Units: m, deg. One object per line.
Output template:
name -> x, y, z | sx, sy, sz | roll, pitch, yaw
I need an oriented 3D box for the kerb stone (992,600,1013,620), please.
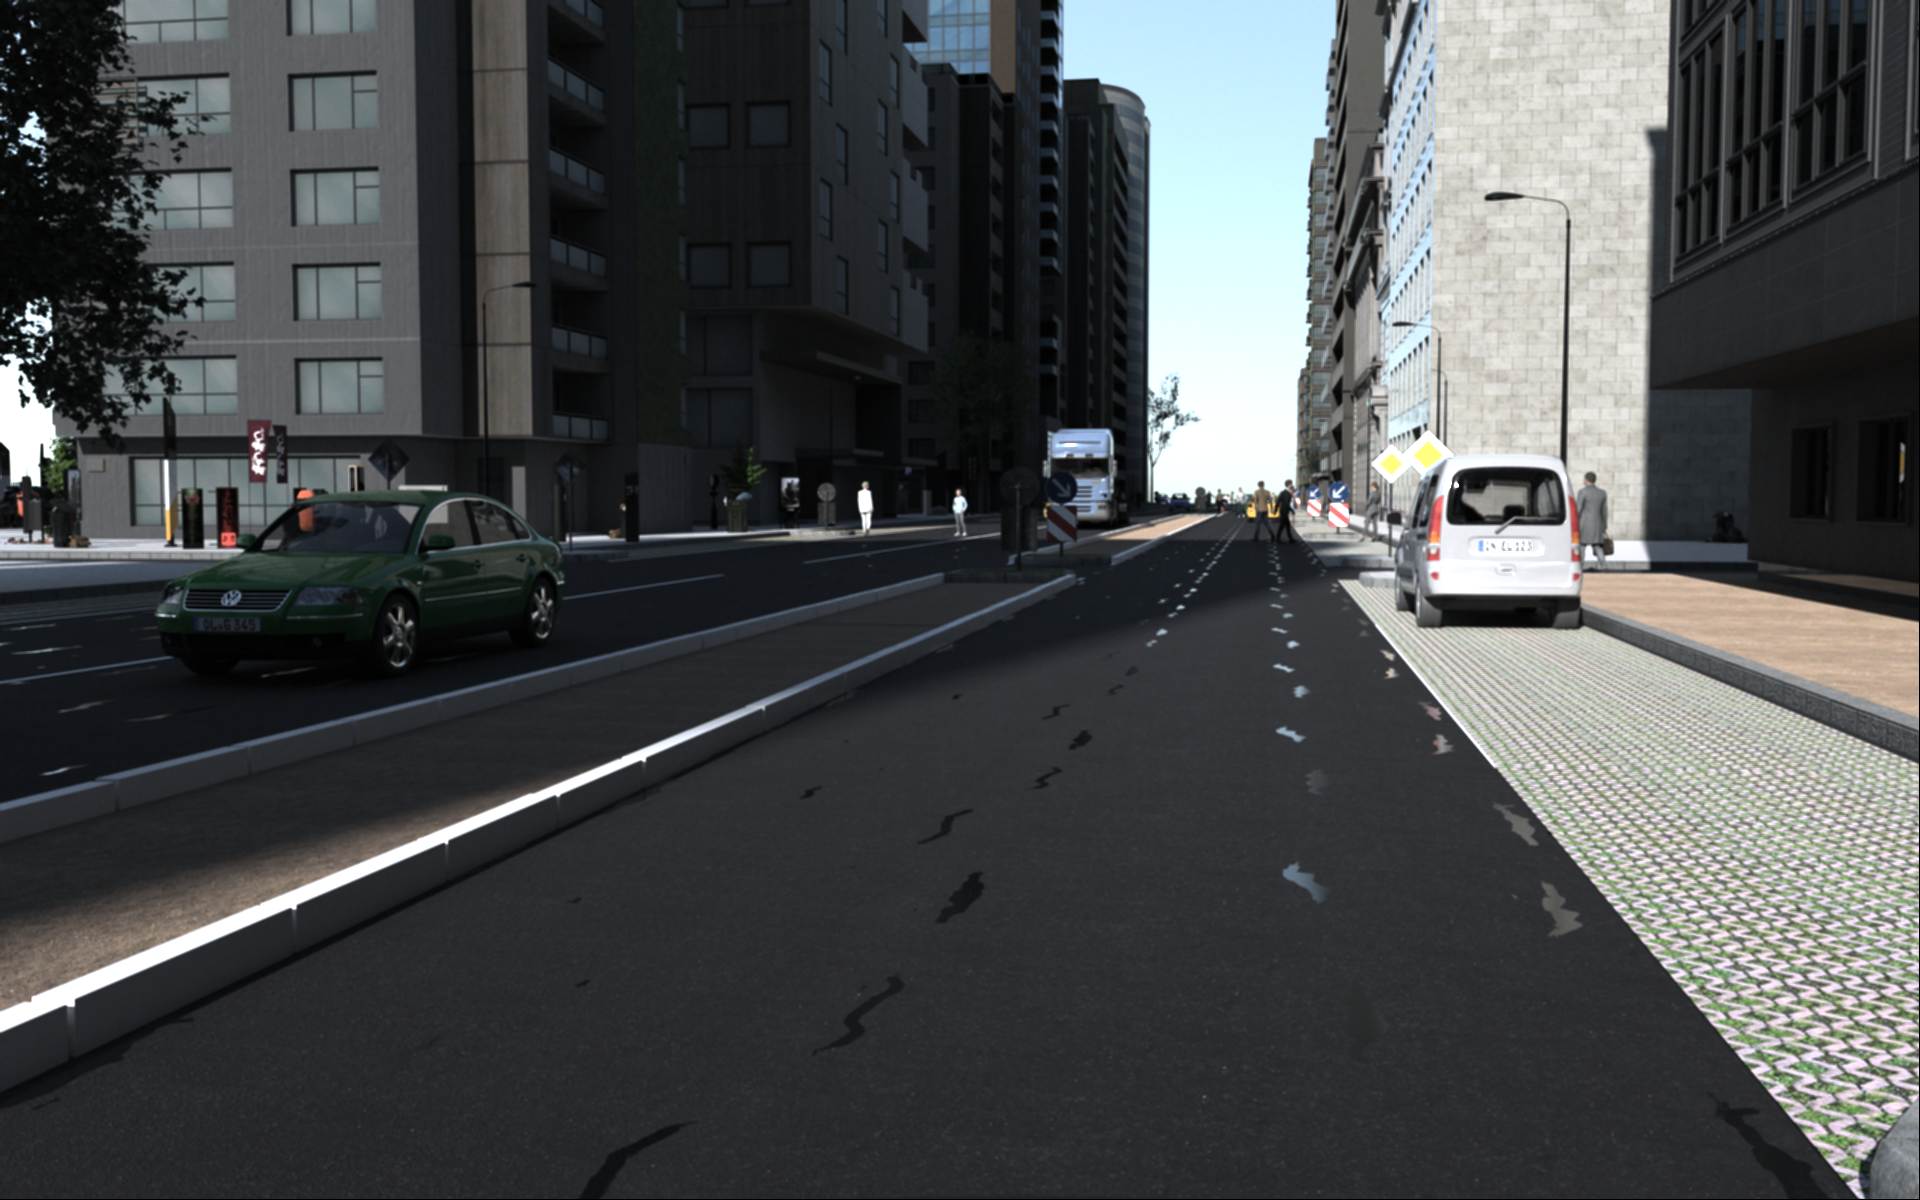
kerb stone -> 0.456, 0.130, 20.069 | 0.120, 0.150, 1.000 | 1, 4, 10

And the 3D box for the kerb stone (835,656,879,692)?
kerb stone -> -0.794, 0.563, 12.992 | 0.120, 0.150, 1.000 | 1, 4, 10

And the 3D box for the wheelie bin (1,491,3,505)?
wheelie bin -> -38.736, -3.851, 70.876 | 0.980, 1.594, 0.693 | 1, 4, 21

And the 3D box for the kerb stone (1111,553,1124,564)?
kerb stone -> 3.228, -0.828, 35.799 | 0.120, 0.150, 1.000 | 1, 4, 10

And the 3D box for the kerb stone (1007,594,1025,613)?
kerb stone -> 0.633, 0.068, 21.090 | 0.120, 0.150, 1.000 | 1, 4, 10

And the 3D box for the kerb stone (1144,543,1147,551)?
kerb stone -> 4.477, -1.265, 42.875 | 0.120, 0.150, 1.000 | 1, 4, 10

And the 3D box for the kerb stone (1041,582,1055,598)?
kerb stone -> 1.165, -0.118, 24.126 | 0.120, 0.150, 1.000 | 1, 4, 10

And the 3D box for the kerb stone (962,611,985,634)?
kerb stone -> 0.094, 0.254, 18.047 | 0.120, 0.150, 1.000 | 1, 4, 10

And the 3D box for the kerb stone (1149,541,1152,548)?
kerb stone -> 4.832, -1.388, 44.897 | 0.120, 0.150, 1.000 | 1, 4, 10

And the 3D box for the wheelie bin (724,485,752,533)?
wheelie bin -> -7.427, -3.052, 57.812 | 0.980, 1.594, 0.693 | 0, 4, 4

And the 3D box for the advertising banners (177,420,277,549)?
advertising banners -> -17.252, -2.721, 40.681 | 2.074, 3.025, 0.090 | -1, 4, -23

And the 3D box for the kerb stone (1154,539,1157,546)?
kerb stone -> 5.187, -1.509, 46.911 | 0.120, 0.150, 1.000 | 1, 4, 10

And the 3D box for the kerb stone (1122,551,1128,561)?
kerb stone -> 3.409, -0.893, 36.811 | 0.120, 0.150, 1.000 | 1, 4, 10

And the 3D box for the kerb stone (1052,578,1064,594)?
kerb stone -> 1.349, -0.176, 25.132 | 0.120, 0.150, 1.000 | 1, 4, 10

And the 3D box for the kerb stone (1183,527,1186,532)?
kerb stone -> 8.036, -2.498, 63.042 | 0.120, 0.150, 1.000 | 1, 4, 10

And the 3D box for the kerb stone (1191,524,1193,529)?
kerb stone -> 9.098, -2.868, 69.083 | 0.120, 0.150, 1.000 | 1, 4, 10

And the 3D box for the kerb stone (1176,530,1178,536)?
kerb stone -> 7.137, -2.188, 58.000 | 0.120, 0.150, 1.000 | 1, 4, 10

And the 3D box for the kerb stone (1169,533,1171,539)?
kerb stone -> 6.424, -1.944, 53.972 | 0.120, 0.150, 1.000 | 1, 4, 10

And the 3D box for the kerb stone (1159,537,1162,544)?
kerb stone -> 5.540, -1.635, 48.924 | 0.120, 0.150, 1.000 | 1, 4, 10

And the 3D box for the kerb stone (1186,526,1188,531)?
kerb stone -> 8.394, -2.621, 65.054 | 0.120, 0.150, 1.000 | 1, 4, 10

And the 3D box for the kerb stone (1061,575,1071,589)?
kerb stone -> 1.522, -0.241, 26.142 | 0.120, 0.150, 1.000 | 1, 4, 10

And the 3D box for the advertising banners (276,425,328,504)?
advertising banners -> -17.040, -2.971, 44.762 | 0.090, 3.025, 2.074 | 1, 4, 17

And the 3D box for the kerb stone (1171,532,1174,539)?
kerb stone -> 6.611, -2.003, 54.978 | 0.120, 0.150, 1.000 | 1, 4, 10

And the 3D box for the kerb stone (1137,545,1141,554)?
kerb stone -> 4.120, -1.141, 40.859 | 0.120, 0.150, 1.000 | 1, 4, 10

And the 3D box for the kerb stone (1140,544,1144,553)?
kerb stone -> 4.295, -1.203, 41.866 | 0.120, 0.150, 1.000 | 1, 4, 10

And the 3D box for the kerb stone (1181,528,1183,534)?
kerb stone -> 7.678, -2.375, 61.023 | 0.120, 0.150, 1.000 | 1, 4, 10

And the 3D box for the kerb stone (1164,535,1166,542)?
kerb stone -> 5.901, -1.758, 50.936 | 0.120, 0.150, 1.000 | 1, 4, 10

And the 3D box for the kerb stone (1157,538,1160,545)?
kerb stone -> 5.365, -1.572, 47.918 | 0.120, 0.150, 1.000 | 1, 4, 10

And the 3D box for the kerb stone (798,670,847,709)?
kerb stone -> -0.976, 0.625, 11.972 | 0.120, 0.150, 1.000 | 1, 4, 10

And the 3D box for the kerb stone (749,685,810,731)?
kerb stone -> -1.151, 0.687, 10.965 | 0.120, 0.150, 1.000 | 1, 4, 10

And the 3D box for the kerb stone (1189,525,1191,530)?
kerb stone -> 8.749, -2.741, 67.069 | 0.120, 0.150, 1.000 | 1, 4, 10

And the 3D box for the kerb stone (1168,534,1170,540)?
kerb stone -> 6.254, -1.881, 52.954 | 0.120, 0.150, 1.000 | 1, 4, 10

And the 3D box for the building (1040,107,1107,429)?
building -> 7.507, -30.330, 179.486 | 14.154, 41.232, 14.086 | 1, 4, 10

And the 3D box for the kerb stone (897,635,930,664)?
kerb stone -> -0.433, 0.439, 15.011 | 0.120, 0.150, 1.000 | 1, 4, 10

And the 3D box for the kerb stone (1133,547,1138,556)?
kerb stone -> 3.946, -1.080, 39.852 | 0.120, 0.150, 1.000 | 1, 4, 10

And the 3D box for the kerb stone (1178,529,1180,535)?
kerb stone -> 7.317, -2.251, 59.006 | 0.120, 0.150, 1.000 | 1, 4, 10

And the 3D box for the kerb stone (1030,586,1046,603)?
kerb stone -> 0.996, -0.052, 23.118 | 0.120, 0.150, 1.000 | 1, 4, 10

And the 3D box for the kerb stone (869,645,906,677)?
kerb stone -> -0.619, 0.501, 14.006 | 0.120, 0.150, 1.000 | 1, 4, 10

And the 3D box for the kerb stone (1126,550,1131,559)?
kerb stone -> 3.581, -0.957, 37.835 | 0.120, 0.150, 1.000 | 1, 4, 10

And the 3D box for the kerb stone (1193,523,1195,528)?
kerb stone -> 9.456, -2.988, 71.100 | 0.120, 0.150, 1.000 | 1, 4, 10

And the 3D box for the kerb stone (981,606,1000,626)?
kerb stone -> 0.272, 0.198, 19.057 | 0.120, 0.150, 1.000 | 1, 4, 10

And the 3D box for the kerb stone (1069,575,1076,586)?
kerb stone -> 1.703, -0.300, 27.148 | 0.120, 0.150, 1.000 | 1, 4, 10

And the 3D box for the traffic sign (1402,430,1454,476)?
traffic sign -> 7.321, -1.438, 27.153 | 0.795, 2.450, 0.064 | 1, 4, 10

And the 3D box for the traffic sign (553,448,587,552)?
traffic sign -> -8.568, -2.106, 38.073 | 0.795, 2.450, 0.064 | 1, 4, 10

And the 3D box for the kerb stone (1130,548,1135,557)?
kerb stone -> 3.762, -1.012, 38.847 | 0.120, 0.150, 1.000 | 1, 4, 10

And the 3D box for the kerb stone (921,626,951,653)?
kerb stone -> -0.258, 0.378, 16.018 | 0.120, 0.150, 1.000 | 1, 4, 10

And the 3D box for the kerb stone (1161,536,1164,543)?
kerb stone -> 5.725, -1.696, 49.929 | 0.120, 0.150, 1.000 | 1, 4, 10

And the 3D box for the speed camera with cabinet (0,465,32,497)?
speed camera with cabinet -> -63.613, -7.495, 116.879 | 2.038, 3.252, 0.660 | 1, 4, 20

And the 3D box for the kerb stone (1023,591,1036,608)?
kerb stone -> 0.813, 0.014, 22.112 | 0.120, 0.150, 1.000 | 1, 4, 10

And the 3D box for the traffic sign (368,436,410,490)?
traffic sign -> -9.954, -1.625, 30.208 | 0.795, 2.450, 0.064 | 1, 4, 10

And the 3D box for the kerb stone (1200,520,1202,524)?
kerb stone -> 10.873, -3.485, 79.177 | 0.120, 0.150, 1.000 | 1, 4, 10

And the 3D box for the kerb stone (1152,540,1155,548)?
kerb stone -> 5.006, -1.450, 45.903 | 0.120, 0.150, 1.000 | 1, 4, 10

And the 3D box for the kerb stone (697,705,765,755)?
kerb stone -> -1.334, 0.755, 9.951 | 0.120, 0.150, 1.000 | 1, 4, 10

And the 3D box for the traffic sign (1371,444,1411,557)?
traffic sign -> 8.707, -1.919, 35.018 | 0.795, 2.450, 0.064 | 1, 4, 10

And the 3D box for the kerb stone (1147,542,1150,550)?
kerb stone -> 4.660, -1.326, 43.889 | 0.120, 0.150, 1.000 | 1, 4, 10

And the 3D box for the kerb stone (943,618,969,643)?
kerb stone -> -0.079, 0.316, 17.039 | 0.120, 0.150, 1.000 | 1, 4, 10

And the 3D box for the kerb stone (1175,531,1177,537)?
kerb stone -> 6.963, -2.128, 56.993 | 0.120, 0.150, 1.000 | 1, 4, 10

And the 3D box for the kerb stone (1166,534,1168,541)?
kerb stone -> 6.071, -1.819, 51.944 | 0.120, 0.150, 1.000 | 1, 4, 10
